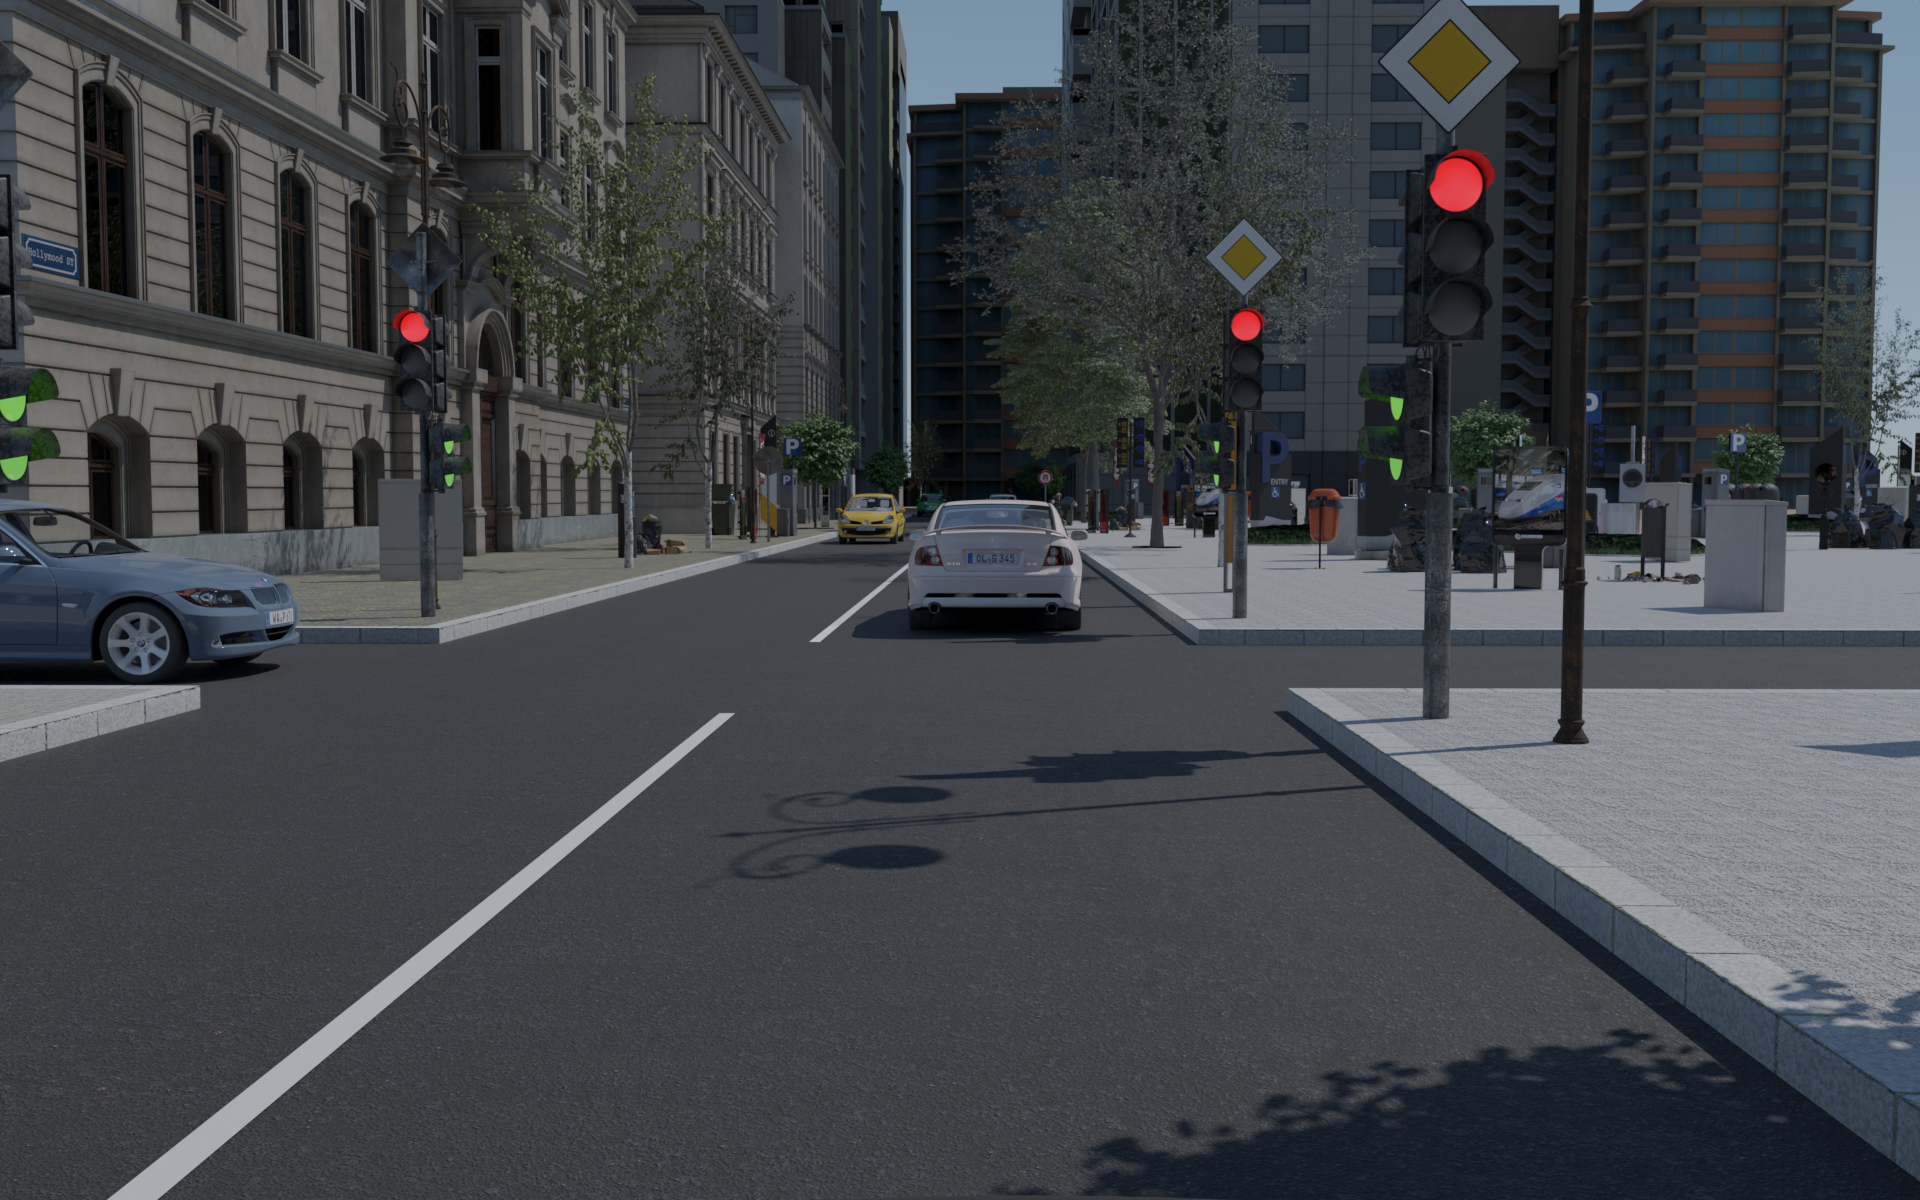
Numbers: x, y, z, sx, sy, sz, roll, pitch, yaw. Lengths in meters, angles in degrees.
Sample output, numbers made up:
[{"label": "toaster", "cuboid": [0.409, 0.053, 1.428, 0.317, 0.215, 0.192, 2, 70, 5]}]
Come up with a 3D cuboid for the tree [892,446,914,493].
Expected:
[{"label": "tree", "cuboid": [-4.232, -7.259, 102.392, 4.285, 4.588, 4.351, 0, 3, 0]}]

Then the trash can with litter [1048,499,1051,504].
[{"label": "trash can with litter", "cuboid": [4.655, -4.767, 89.324, 0.624, 1.170, 1.055, -3, 4, -37]}]

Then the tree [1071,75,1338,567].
[{"label": "tree", "cuboid": [4.407, -4.890, 30.315, 4.360, 8.622, 3.978, 0, 3, 0]}]

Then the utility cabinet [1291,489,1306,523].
[{"label": "utility cabinet", "cuboid": [13.756, -3.820, 71.131, 0.318, 1.500, 1.173, 3, 5, 40]}]

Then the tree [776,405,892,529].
[{"label": "tree", "cuboid": [-5.273, -4.908, 63.961, 4.285, 4.588, 4.351, 0, 3, 0]}]

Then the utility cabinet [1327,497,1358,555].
[{"label": "utility cabinet", "cuboid": [8.303, -1.558, 36.632, 1.020, 1.237, 0.306, 2, 4, 25]}]

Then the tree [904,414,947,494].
[{"label": "tree", "cuboid": [-3.127, -12.724, 158.399, 4.737, 8.622, 4.395, 0, 3, 0]}]

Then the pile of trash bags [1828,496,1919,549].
[{"label": "pile of trash bags", "cuboid": [22.498, -1.924, 41.208, 3.447, 1.369, 1.912, -1, 4, -17]}]

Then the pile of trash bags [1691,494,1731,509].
[{"label": "pile of trash bags", "cuboid": [23.626, -2.804, 55.603, 3.447, 1.369, 1.912, -2, 4, -35]}]

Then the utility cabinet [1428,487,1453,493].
[{"label": "utility cabinet", "cuboid": [13.571, -2.521, 49.894, 1.173, 1.500, 0.318, 3, 4, 38]}]

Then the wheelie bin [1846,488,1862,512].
[{"label": "wheelie bin", "cuboid": [43.417, -4.668, 84.227, 0.693, 1.594, 0.980, 3, 5, 41]}]

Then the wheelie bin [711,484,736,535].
[{"label": "wheelie bin", "cuboid": [-7.433, -2.831, 54.187, 0.980, 1.594, 0.693, 1, 4, 15]}]

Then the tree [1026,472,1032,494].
[{"label": "tree", "cuboid": [6.131, -9.526, 150.358, 1.663, 3.219, 1.824, 0, 3, 0]}]

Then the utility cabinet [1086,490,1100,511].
[{"label": "utility cabinet", "cuboid": [6.646, -4.710, 85.689, 1.173, 1.500, 0.318, 0, 4, -4]}]

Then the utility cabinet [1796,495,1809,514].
[{"label": "utility cabinet", "cuboid": [40.452, -4.375, 82.700, 0.306, 1.237, 1.020, -2, 4, -29]}]

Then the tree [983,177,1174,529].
[{"label": "tree", "cuboid": [4.527, -8.842, 62.688, 7.486, 12.596, 7.792, 0, 3, 0]}]

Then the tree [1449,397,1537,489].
[{"label": "tree", "cuboid": [17.814, -4.594, 58.823, 4.285, 4.588, 4.351, 0, 3, 0]}]

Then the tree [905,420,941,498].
[{"label": "tree", "cuboid": [-3.863, -13.469, 170.578, 4.360, 8.622, 3.978, 0, 3, 0]}]

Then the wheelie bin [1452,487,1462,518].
[{"label": "wheelie bin", "cuboid": [23.403, -4.546, 82.241, 0.693, 1.594, 0.980, -1, 4, -15]}]

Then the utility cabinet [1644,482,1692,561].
[{"label": "utility cabinet", "cuboid": [13.479, -1.487, 32.984, 0.318, 1.500, 1.173, 0, 4, -8]}]

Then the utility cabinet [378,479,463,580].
[{"label": "utility cabinet", "cuboid": [-8.004, -1.041, 25.707, 1.173, 1.500, 0.318, -1, 4, -20]}]

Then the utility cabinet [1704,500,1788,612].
[{"label": "utility cabinet", "cuboid": [8.730, -0.495, 19.263, 0.306, 1.237, 1.020, -1, 4, -13]}]

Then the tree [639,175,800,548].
[{"label": "tree", "cuboid": [-5.910, -5.538, 40.906, 4.360, 8.622, 3.978, 0, 3, 0]}]

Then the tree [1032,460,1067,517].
[{"label": "tree", "cuboid": [5.309, -6.284, 97.346, 1.663, 3.219, 1.824, 0, 3, 0]}]

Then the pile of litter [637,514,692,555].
[{"label": "pile of litter", "cuboid": [-6.385, -1.421, 37.198, 1.176, 0.858, 1.719, 3, 5, 40]}]

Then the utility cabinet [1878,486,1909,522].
[{"label": "utility cabinet", "cuboid": [27.360, -2.570, 50.691, 0.318, 1.500, 1.173, -1, 4, -9]}]

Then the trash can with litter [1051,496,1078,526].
[{"label": "trash can with litter", "cuboid": [4.260, -3.557, 69.542, 0.624, 1.170, 1.055, 2, 4, 25]}]

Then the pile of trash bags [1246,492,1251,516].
[{"label": "pile of trash bags", "cuboid": [12.093, -3.349, 64.508, 3.447, 1.369, 1.912, 2, 4, 31]}]

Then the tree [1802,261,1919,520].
[{"label": "tree", "cuboid": [28.423, -6.363, 54.397, 4.360, 8.622, 3.978, 0, 3, 0]}]

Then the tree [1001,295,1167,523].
[{"label": "tree", "cuboid": [5.261, -8.665, 76.080, 8.767, 10.594, 7.601, 3, 4, 38]}]

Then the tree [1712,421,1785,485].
[{"label": "tree", "cuboid": [35.639, -5.794, 78.453, 4.285, 4.588, 4.351, 0, 3, 0]}]

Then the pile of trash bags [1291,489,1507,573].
[{"label": "pile of trash bags", "cuboid": [7.536, -1.194, 29.267, 3.447, 1.369, 1.912, 2, 4, 26]}]

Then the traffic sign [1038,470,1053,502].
[{"label": "traffic sign", "cuboid": [4.600, -5.699, 93.288, 0.768, 2.556, 0.104, 0, 4, 7]}]

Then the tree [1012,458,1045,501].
[{"label": "tree", "cuboid": [6.334, -10.570, 156.529, 4.285, 4.588, 4.351, 0, 3, 0]}]

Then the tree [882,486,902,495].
[{"label": "tree", "cuboid": [-4.484, -7.290, 113.793, 1.663, 3.219, 1.824, 0, 3, 0]}]

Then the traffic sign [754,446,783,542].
[{"label": "traffic sign", "cuboid": [-5.118, -2.821, 46.236, 0.768, 2.556, 0.104, 0, 4, 4]}]

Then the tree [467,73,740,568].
[{"label": "tree", "cuboid": [-5.983, -4.857, 29.775, 4.737, 8.622, 4.395, 0, 3, 0]}]

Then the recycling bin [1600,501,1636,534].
[{"label": "recycling bin", "cuboid": [17.970, -2.126, 47.317, 0.722, 1.027, 0.722, 0, 4, 0]}]

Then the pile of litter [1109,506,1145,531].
[{"label": "pile of litter", "cuboid": [5.953, -2.895, 61.292, 1.719, 0.858, 1.176, -3, 4, -36]}]

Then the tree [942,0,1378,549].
[{"label": "tree", "cuboid": [4.730, -7.965, 40.593, 12.009, 13.543, 11.850, 0, 3, 0]}]

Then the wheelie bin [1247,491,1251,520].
[{"label": "wheelie bin", "cuboid": [14.534, -4.714, 84.983, 0.693, 1.594, 0.980, -2, 4, -28]}]
